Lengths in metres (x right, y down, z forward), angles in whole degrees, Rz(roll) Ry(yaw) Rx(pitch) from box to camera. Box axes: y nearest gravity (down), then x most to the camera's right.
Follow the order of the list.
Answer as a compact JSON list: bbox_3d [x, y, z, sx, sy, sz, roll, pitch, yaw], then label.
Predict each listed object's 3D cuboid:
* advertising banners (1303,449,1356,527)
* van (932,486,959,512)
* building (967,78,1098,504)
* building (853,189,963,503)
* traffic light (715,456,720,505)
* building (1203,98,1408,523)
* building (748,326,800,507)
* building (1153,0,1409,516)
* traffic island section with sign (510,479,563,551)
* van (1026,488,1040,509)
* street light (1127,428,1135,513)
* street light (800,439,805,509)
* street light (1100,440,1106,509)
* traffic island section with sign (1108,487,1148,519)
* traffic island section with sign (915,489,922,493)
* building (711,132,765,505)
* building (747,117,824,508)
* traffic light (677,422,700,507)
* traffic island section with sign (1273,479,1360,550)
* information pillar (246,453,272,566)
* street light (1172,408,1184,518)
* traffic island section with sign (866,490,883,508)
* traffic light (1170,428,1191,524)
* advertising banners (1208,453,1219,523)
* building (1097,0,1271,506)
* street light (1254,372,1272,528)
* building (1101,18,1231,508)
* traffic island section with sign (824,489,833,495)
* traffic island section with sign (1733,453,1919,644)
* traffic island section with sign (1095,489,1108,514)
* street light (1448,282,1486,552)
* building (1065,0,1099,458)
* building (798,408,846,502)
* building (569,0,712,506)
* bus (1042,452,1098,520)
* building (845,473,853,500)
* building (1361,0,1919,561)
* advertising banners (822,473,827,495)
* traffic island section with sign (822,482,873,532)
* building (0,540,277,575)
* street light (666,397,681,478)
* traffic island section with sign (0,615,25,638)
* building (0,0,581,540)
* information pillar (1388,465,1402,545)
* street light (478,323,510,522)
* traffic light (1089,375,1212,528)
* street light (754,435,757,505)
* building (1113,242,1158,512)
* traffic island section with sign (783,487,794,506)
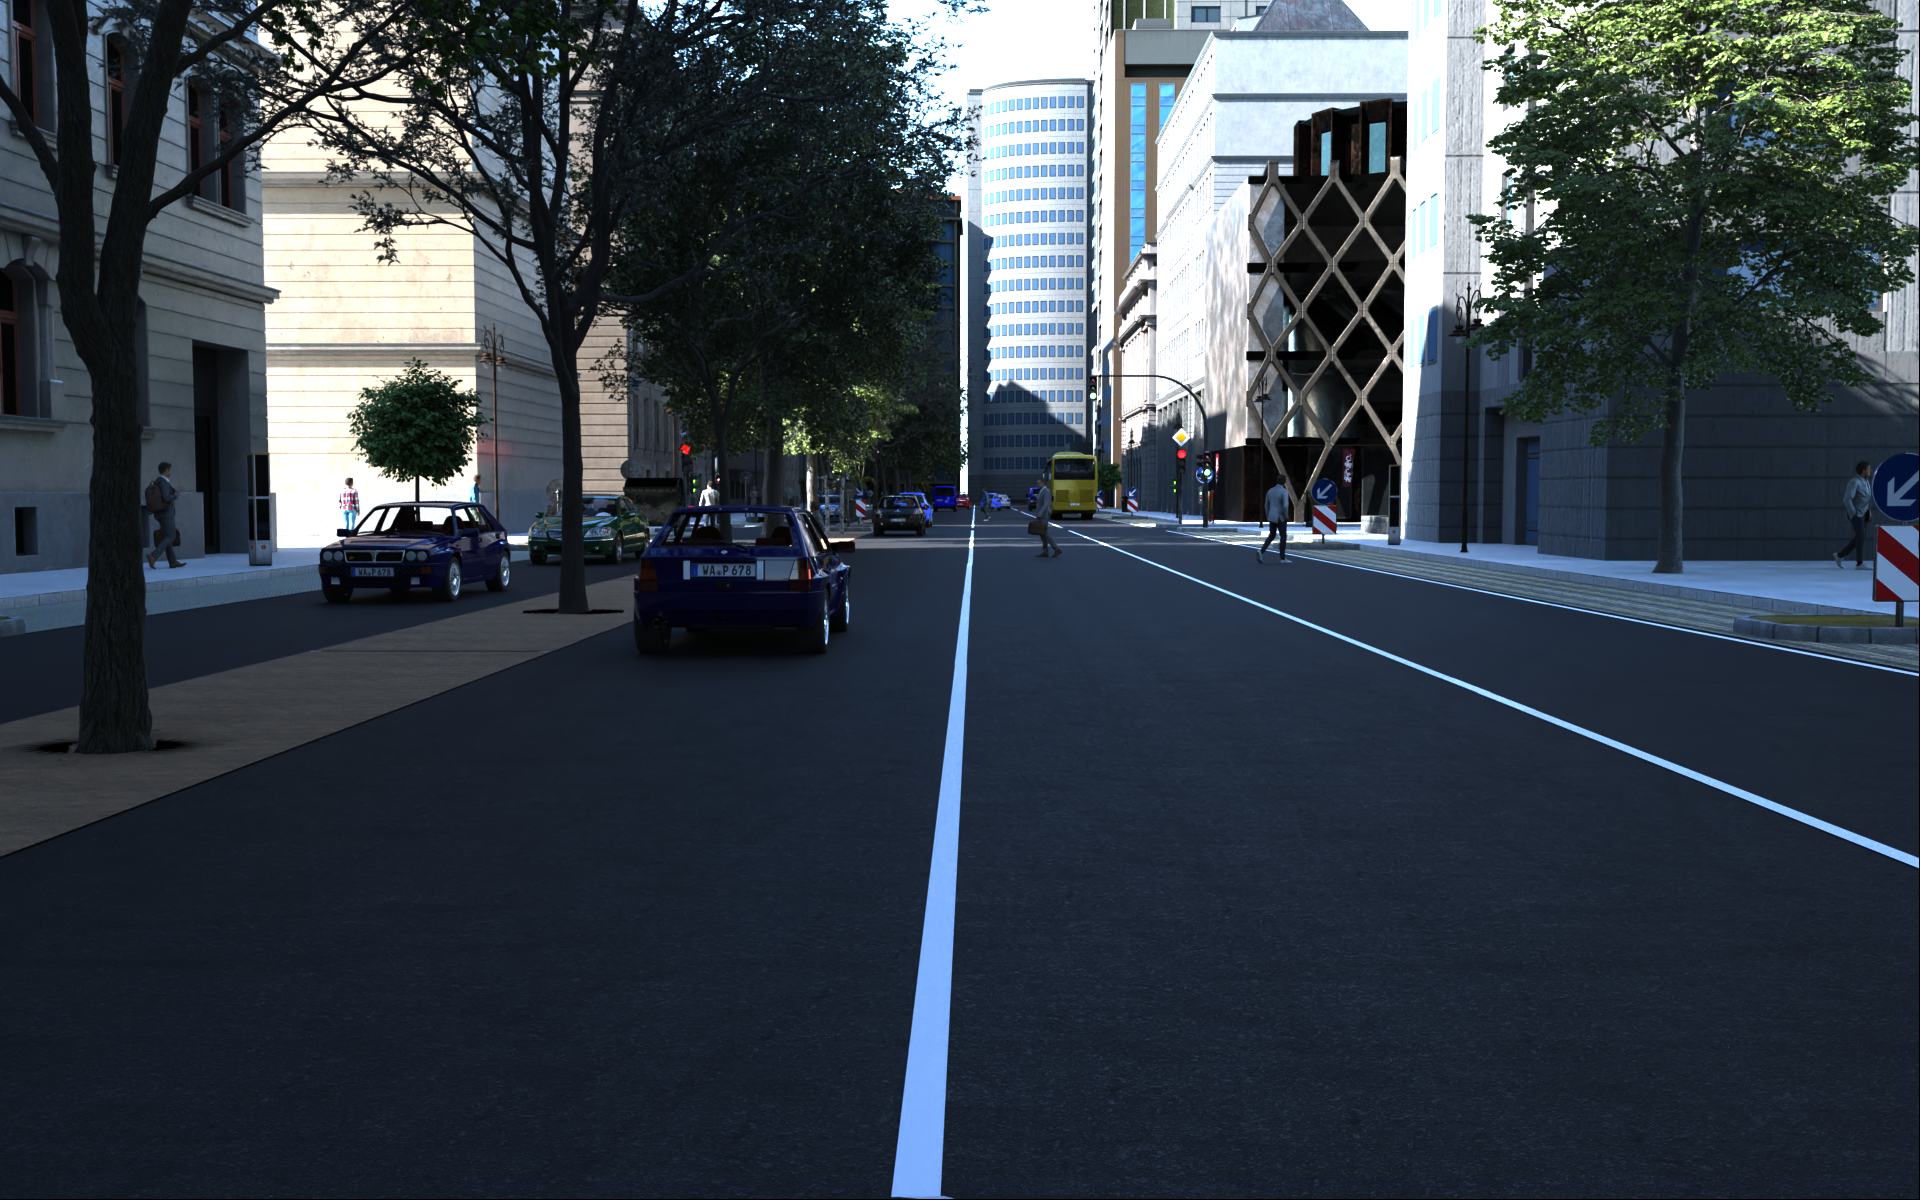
[{"bbox_3d":[14.296,-4.329,66.975,2.074,3.025,0.090,-1,4,-9],"label":"advertising banners"},{"bbox_3d":[-1.195,-8.390,141.559,2.240,2.365,5.245,0,4,1],"label":"van"},{"bbox_3d":[15.074,-42.872,242.959,28.212,58.520,21.231,0,4,1],"label":"building"},{"bbox_3d":[-14.014,-36.108,244.984,28.867,44.769,22.147,0,4,1],"label":"building"},{"bbox_3d":[-8.243,-6.092,74.271,4.771,5.953,1.251,0,4,1],"label":"traffic light"},{"bbox_3d":[21.131,-13.157,82.565,16.811,18.784,16.820,0,4,1],"label":"building"},{"bbox_3d":[-19.604,-20.751,136.534,12.463,27.353,25.104,0,4,1],"label":"building"},{"bbox_3d":[19.416,-20.329,109.866,11.434,29.767,29.804,0,4,1],"label":"building"},{"bbox_3d":[-10.314,-2.176,44.213,1.989,1.847,2.006,0,4,1],"label":"traffic island section with sign"},{"bbox_3d":[7.519,-9.853,165.477,2.240,2.365,5.245,0,4,-1],"label":"van"},{"bbox_3d":[11.913,-9.024,120.334,0.468,5.910,1.993,0,4,1],"label":"street light"},{"bbox_3d":[-11.892,-9.734,131.944,0.468,5.910,1.993,0,4,1],"label":"street light"},{"bbox_3d":[12.205,-10.737,148.333,0.468,5.910,1.993,0,4,1],"label":"street light"},{"bbox_3d":[9.697,-5.539,99.192,1.989,1.847,2.006,0,4,1],"label":"traffic island section with sign"},{"bbox_3d":[-3.614,-8.623,149.127,2.006,1.907,1.989,0,4,1],"label":"traffic island section with sign"},{"bbox_3d":[-20.761,-19.461,111.696,14.314,27.812,24.014,0,4,1],"label":"building"},{"bbox_3d":[-29.293,-28.702,161.161,32.217,40.220,23.993,0,4,1],"label":"building"},{"bbox_3d":[-10.407,-4.731,66.270,0.839,4.253,0.868,0,4,1],"label":"traffic light"},{"bbox_3d":[9.213,-2.228,45.052,1.989,1.847,2.006,0,4,1],"label":"traffic island section with sign"},{"bbox_3d":[-12.504,-1.615,30.903,0.304,2.012,0.304,3,5,45],"label":"information pillar"},{"bbox_3d":[11.660,-7.337,92.746,0.468,5.910,1.993,0,4,1],"label":"street light"},{"bbox_3d":[-9.125,-10.285,176.788,1.989,1.847,2.006,0,4,1],"label":"traffic island section with sign"},{"bbox_3d":[9.425,-5.209,74.094,0.839,4.253,0.868,0,4,1],"label":"traffic light"},{"bbox_3d":[11.050,-4.860,75.647,0.090,3.025,2.074,0,4,-4],"label":"advertising banners"},{"bbox_3d":[23.238,-45.471,181.705,20.563,71.187,20.611,0,4,1],"label":"building"},{"bbox_3d":[11.461,-5.684,65.727,0.468,5.910,1.993,0,4,1],"label":"street light"},{"bbox_3d":[21.001,-31.500,165.141,14.600,45.320,14.200,0,4,1],"label":"building"},{"bbox_3d":[-9.584,-7.213,126.559,1.989,1.847,2.006,0,4,1],"label":"traffic island section with sign"},{"bbox_3d":[8.961,-0.535,17.370,1.989,1.847,2.006,0,4,1],"label":"traffic island section with sign"},{"bbox_3d":[9.936,-7.188,126.146,1.989,1.847,2.006,0,4,1],"label":"traffic island section with sign"},{"bbox_3d":[11.099,-3.985,37.946,0.468,5.910,1.993,0,4,1],"label":"street light"},{"bbox_3d":[24.697,-54.698,206.982,22.319,86.520,31.000,0,4,1],"label":"building"},{"bbox_3d":[-19.549,-25.007,180.559,14.160,30.474,14.107,0,4,1],"label":"building"},{"bbox_3d":[-20.008,-17.732,87.189,12.463,27.353,25.104,0,4,1],"label":"building"},{"bbox_3d":[6.363,-6.650,100.266,2.896,3.916,12.252,0,4,1],"label":"bus"},{"bbox_3d":[-24.573,-31.606,208.635,23.993,40.220,32.217,0,4,1],"label":"building"},{"bbox_3d":[23.025,-30.791,45.424,21.231,58.520,28.212,0,4,1],"label":"building"},{"bbox_3d":[-11.322,-9.111,145.144,0.090,3.025,2.074,-1,4,-14],"label":"advertising banners"},{"bbox_3d":[-4.353,-3.575,66.584,2.006,1.907,1.989,0,4,1],"label":"traffic island section with sign"},{"bbox_3d":[-21.484,-14.629,26.578,14.401,28.519,23.554,0,4,1],"label":"building"},{"bbox_3d":[-12.381,-6.257,75.097,0.468,5.910,1.993,0,4,1],"label":"street light"},{"bbox_3d":[-10.562,-0.526,17.223,1.989,1.847,2.006,0,4,1],"label":"traffic island section with sign"},{"bbox_3d":[-25.472,-16.541,57.840,23.554,28.519,14.401,0,4,1],"label":"building"},{"bbox_3d":[10.948,-2.392,43.595,0.304,2.012,0.304,1,4,18],"label":"information pillar"},{"bbox_3d":[-12.616,-4.542,47.050,0.468,5.910,1.993,0,4,1],"label":"street light"},{"bbox_3d":[7.261,-5.585,65.987,4.771,5.953,1.251,0,4,1],"label":"traffic light"},{"bbox_3d":[-12.201,-7.998,103.548,0.468,5.910,1.993,0,4,1],"label":"street light"},{"bbox_3d":[19.688,-18.074,137.302,13.314,21.916,24.055,0,4,1],"label":"building"},{"bbox_3d":[-9.826,-5.542,99.237,1.989,1.847,2.006,0,4,1],"label":"traffic island section with sign"}]
